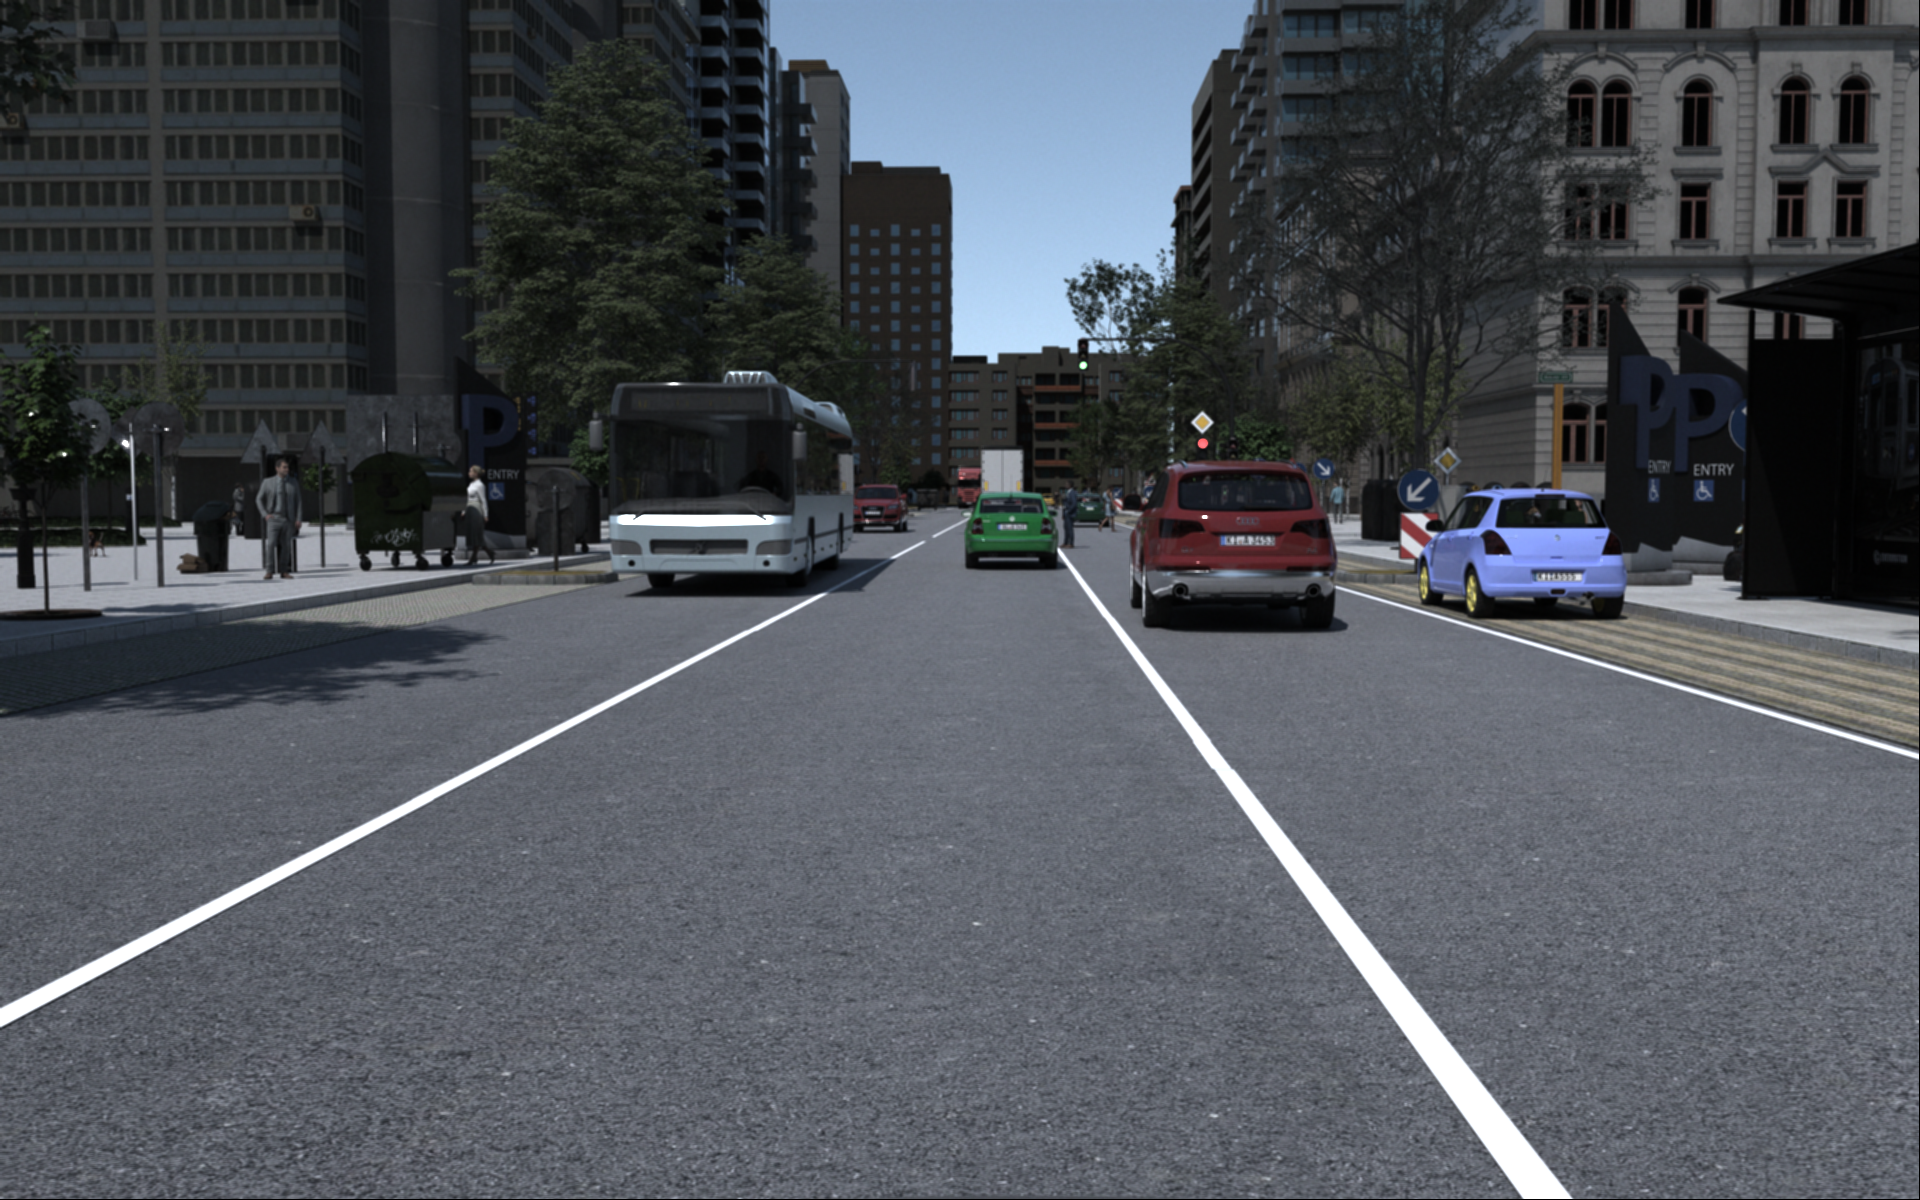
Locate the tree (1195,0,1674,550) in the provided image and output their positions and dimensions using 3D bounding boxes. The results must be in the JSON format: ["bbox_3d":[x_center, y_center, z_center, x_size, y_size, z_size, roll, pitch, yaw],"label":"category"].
[{"bbox_3d":[10.676,-7.899,39.522,12.009,13.543,11.850,0,3,0],"label":"tree"}]

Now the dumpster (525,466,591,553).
[{"bbox_3d":[-8.686,-1.906,36.928,1.264,1.857,1.865,0,4,2],"label":"dumpster"}]

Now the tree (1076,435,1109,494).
[{"bbox_3d":[15.924,-15.898,210.286,4.360,8.622,3.978,0,3,0],"label":"tree"}]

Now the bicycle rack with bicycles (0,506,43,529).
[{"bbox_3d":[-28.494,-2.236,49.948,2.925,0.926,2.852,0,4,6],"label":"bicycle rack with bicycles"}]

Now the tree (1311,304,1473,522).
[{"bbox_3d":[16.851,-7.104,66.515,4.737,8.622,4.395,0,3,0],"label":"tree"}]

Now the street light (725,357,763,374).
[{"bbox_3d":[-7.388,-5.280,58.877,1.470,5.913,1.316,0,4,2],"label":"street light"}]

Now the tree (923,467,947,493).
[{"bbox_3d":[-3.190,-13.587,205.863,4.285,4.588,4.351,0,3,0],"label":"tree"}]

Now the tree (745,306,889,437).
[{"bbox_3d":[-7.928,-10.400,95.796,9.928,11.665,9.643,0,3,0],"label":"tree"}]

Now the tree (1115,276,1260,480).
[{"bbox_3d":[12.087,-10.559,90.765,7.486,12.596,7.792,0,3,0],"label":"tree"}]

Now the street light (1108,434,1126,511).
[{"bbox_3d":[12.071,-9.845,133.511,1.470,5.913,1.316,0,4,2],"label":"street light"}]

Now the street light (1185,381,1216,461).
[{"bbox_3d":[9.976,-6.056,71.562,1.470,5.913,1.316,0,4,2],"label":"street light"}]

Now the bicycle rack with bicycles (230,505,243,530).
[{"bbox_3d":[-24.474,-2.865,60.218,2.852,0.926,2.925,0,4,-3],"label":"bicycle rack with bicycles"}]

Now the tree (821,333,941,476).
[{"bbox_3d":[-6.555,-13.528,131.549,12.009,13.543,11.850,0,3,0],"label":"tree"}]

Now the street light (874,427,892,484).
[{"bbox_3d":[-5.410,-9.058,120.637,1.470,5.913,1.316,0,4,2],"label":"street light"}]

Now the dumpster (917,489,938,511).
[{"bbox_3d":[-2.822,-8.678,150.107,1.865,1.857,1.264,0,4,3],"label":"dumpster"}]

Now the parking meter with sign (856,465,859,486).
[{"bbox_3d":[-6.966,-6.577,103.789,1.738,3.016,0.543,0,4,7],"label":"parking meter with sign"}]

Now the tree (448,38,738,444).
[{"bbox_3d":[-9.093,-7.695,43.933,7.486,12.596,7.792,0,3,0],"label":"tree"}]

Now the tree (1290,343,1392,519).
[{"bbox_3d":[18.954,-8.238,85.050,4.360,8.622,3.978,0,3,0],"label":"tree"}]

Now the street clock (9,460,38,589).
[{"bbox_3d":[-12.713,-1.159,23.526,0.358,2.002,0.471,-3,5,-39],"label":"street clock"}]

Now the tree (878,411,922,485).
[{"bbox_3d":[-5.278,-11.918,145.226,4.737,8.622,4.395,0,3,0],"label":"tree"}]

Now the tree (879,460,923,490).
[{"bbox_3d":[-5.927,-10.857,161.222,4.285,4.588,4.351,0,3,0],"label":"tree"}]

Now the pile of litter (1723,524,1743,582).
[{"bbox_3d":[11.989,-0.720,25.738,1.719,0.858,1.176,-3,4,-37],"label":"pile of litter"}]

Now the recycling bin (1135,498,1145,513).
[{"bbox_3d":[12.261,-6.395,117.119,0.722,1.027,0.722,2,4,24],"label":"recycling bin"}]

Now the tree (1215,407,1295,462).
[{"bbox_3d":[11.148,-5.022,65.825,4.285,4.588,4.351,0,3,0],"label":"tree"}]

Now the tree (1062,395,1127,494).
[{"bbox_3d":[14.456,-15.577,180.438,9.928,11.665,9.643,0,3,0],"label":"tree"}]

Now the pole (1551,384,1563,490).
[{"bbox_3d":[11.070,-2.342,32.137,0.158,3.312,0.155,0,3,0],"label":"pole"}]

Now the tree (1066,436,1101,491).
[{"bbox_3d":[14.687,-15.344,201.239,4.737,8.622,4.395,0,3,0],"label":"tree"}]

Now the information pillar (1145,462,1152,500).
[{"bbox_3d":[11.738,-7.135,108.018,0.504,3.616,0.183,2,4,24],"label":"information pillar"}]

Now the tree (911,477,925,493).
[{"bbox_3d":[-4.578,-12.330,196.191,1.663,3.219,1.824,0,3,0],"label":"tree"}]

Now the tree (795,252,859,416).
[{"bbox_3d":[-7.933,-9.638,75.707,7.486,12.596,7.792,0,3,0],"label":"tree"}]

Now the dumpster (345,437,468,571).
[{"bbox_3d":[-9.445,-1.658,29.598,1.502,2.255,1.985,0,4,2],"label":"dumpster"}]

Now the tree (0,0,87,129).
[{"bbox_3d":[-10.589,-5.639,9.209,9.611,12.733,9.660,0,3,0],"label":"tree"}]

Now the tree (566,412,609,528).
[{"bbox_3d":[-13.433,-5.078,66.741,4.285,4.588,4.351,0,3,0],"label":"tree"}]

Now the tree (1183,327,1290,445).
[{"bbox_3d":[12.099,-7.741,76.929,4.360,8.622,3.978,0,3,0],"label":"tree"}]

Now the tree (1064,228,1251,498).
[{"bbox_3d":[14.059,-16.362,123.410,12.611,20.169,13.585,0,3,0],"label":"tree"}]

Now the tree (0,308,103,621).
[{"bbox_3d":[-9.505,-1.437,18.090,1.663,3.219,1.824,0,3,0],"label":"tree"}]

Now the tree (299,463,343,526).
[{"bbox_3d":[-25.562,-4.584,69.543,1.663,3.219,1.824,0,3,0],"label":"tree"}]

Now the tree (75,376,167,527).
[{"bbox_3d":[-23.739,-3.946,48.239,4.285,4.588,4.351,0,3,0],"label":"tree"}]

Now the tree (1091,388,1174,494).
[{"bbox_3d":[14.254,-12.677,141.680,7.601,10.594,8.767,-2,4,-27],"label":"tree"}]

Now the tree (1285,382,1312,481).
[{"bbox_3d":[17.482,-7.934,80.075,4.737,8.622,4.395,0,3,0],"label":"tree"}]

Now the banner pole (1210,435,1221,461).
[{"bbox_3d":[10.895,-5.103,73.453,0.863,3.779,0.401,0,4,-3],"label":"banner pole"}]

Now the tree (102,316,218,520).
[{"bbox_3d":[-32.617,-7.391,71.209,4.737,8.622,4.395,0,3,0],"label":"tree"}]
